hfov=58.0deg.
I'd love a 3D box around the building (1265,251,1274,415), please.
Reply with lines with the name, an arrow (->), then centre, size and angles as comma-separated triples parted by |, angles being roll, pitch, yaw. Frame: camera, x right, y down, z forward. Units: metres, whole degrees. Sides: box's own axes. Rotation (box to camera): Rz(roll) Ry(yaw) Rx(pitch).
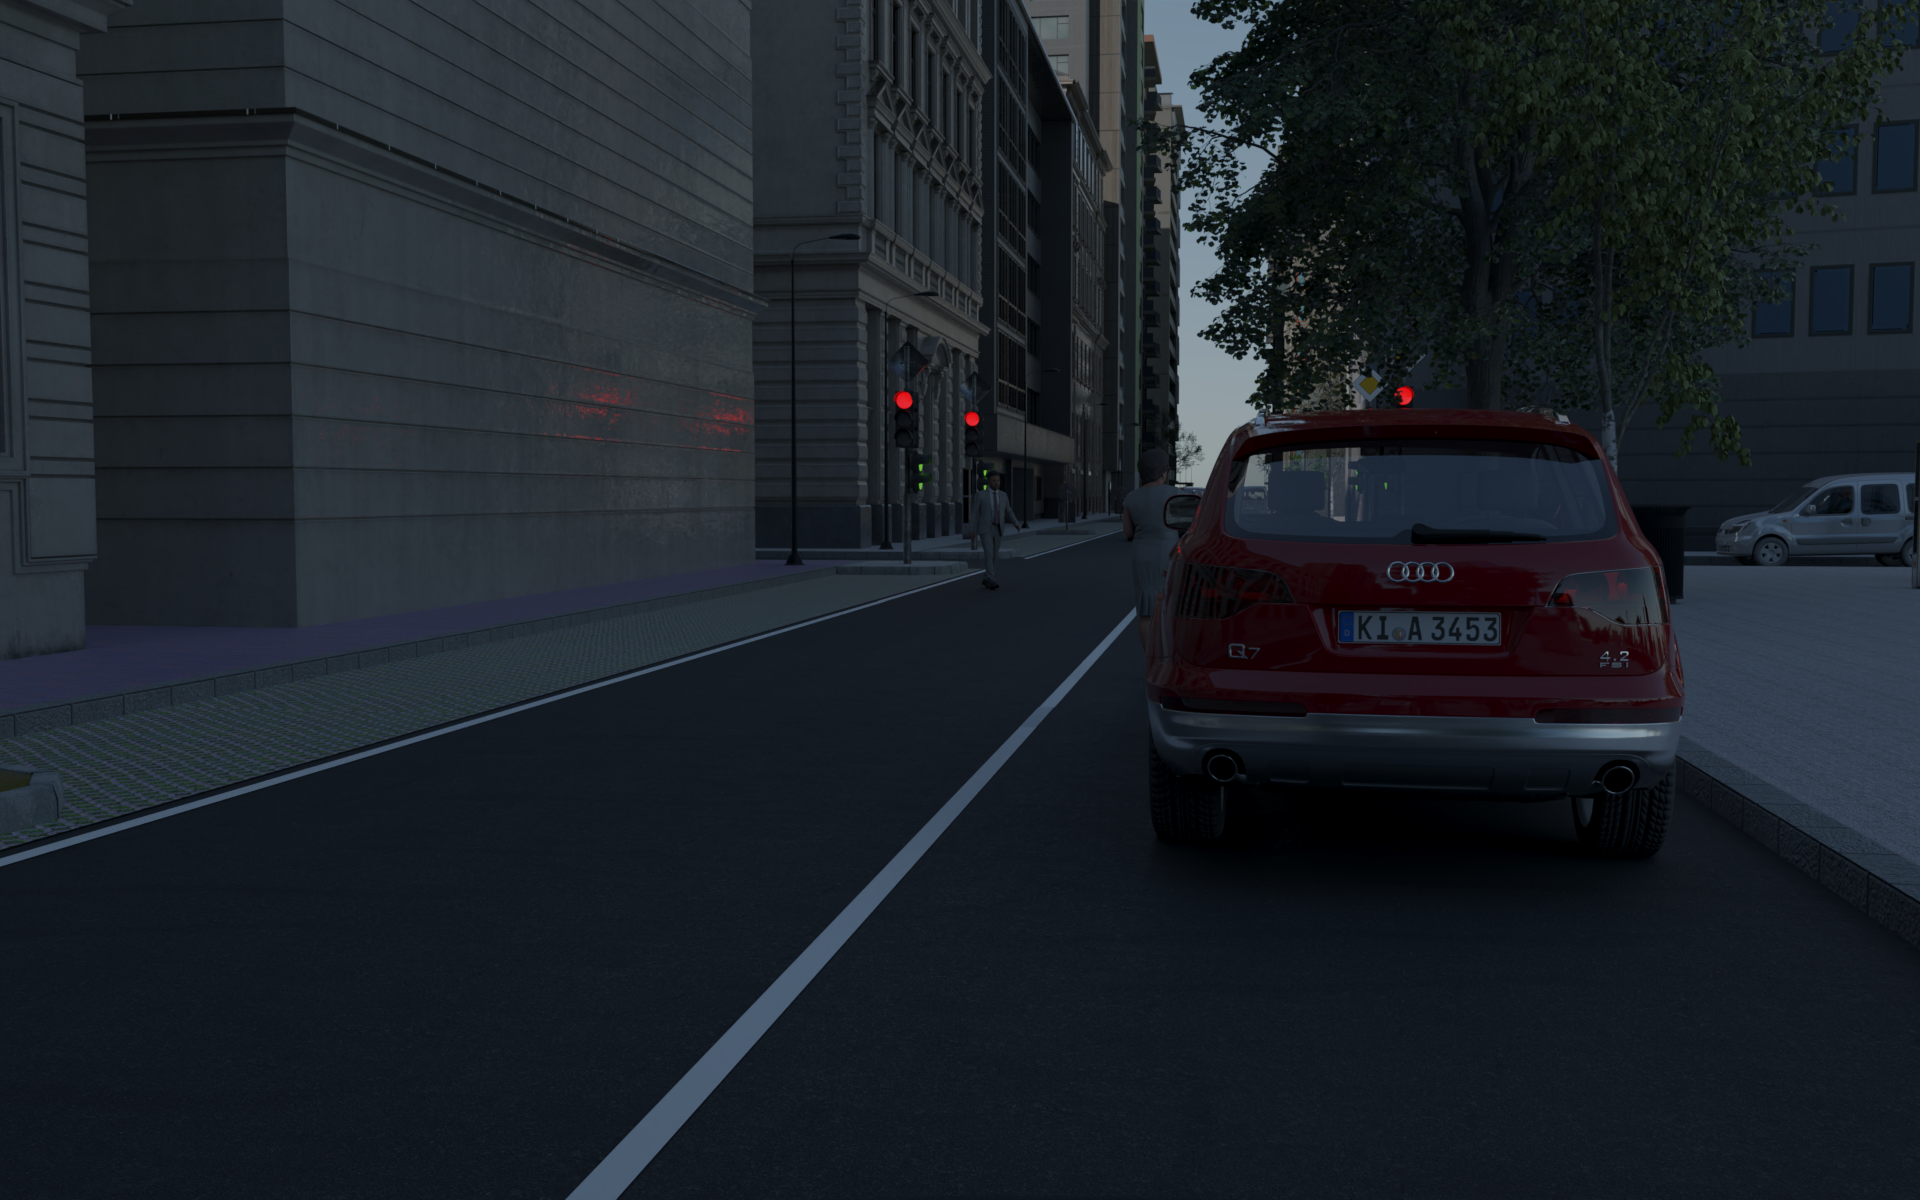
building -> 55.705, -36.550, 252.220 | 22.147, 44.769, 28.867 | 1, 4, 9

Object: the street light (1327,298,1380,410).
street light -> 9.158, -4.144, 40.288 | 1.470, 5.913, 1.316 | 1, 4, 9

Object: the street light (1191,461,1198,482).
street light -> 32.550, -16.685, 245.338 | 1.470, 5.913, 1.316 | 1, 4, 9

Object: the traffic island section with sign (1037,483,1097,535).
traffic island section with sign -> 3.805, -3.207, 61.063 | 1.989, 1.847, 2.006 | 1, 4, 9

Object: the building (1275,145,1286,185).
building -> 52.065, -36.910, 227.178 | 21.300, 48.544, 21.600 | 1, 4, 9

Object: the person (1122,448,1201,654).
person -> 1.626, -0.274, 13.342 | 0.716, 1.782, 0.532 | 1, 4, 21

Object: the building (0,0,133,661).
building -> -13.670, -10.315, 4.809 | 11.583, 22.565, 21.152 | 1, 4, 9

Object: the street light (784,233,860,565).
street light -> -2.459, -3.577, 31.021 | 1.470, 5.913, 1.316 | 1, 4, 9

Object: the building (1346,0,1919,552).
building -> 25.315, -30.770, 45.081 | 28.212, 58.520, 21.231 | 1, 4, 9

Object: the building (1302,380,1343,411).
building -> 29.964, -47.508, 89.423 | 22.319, 86.520, 31.000 | 1, 4, 9

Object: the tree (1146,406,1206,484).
tree -> 21.782, -15.174, 182.503 | 8.767, 10.594, 7.601 | 1, 4, 13

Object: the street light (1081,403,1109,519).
street light -> 6.904, -7.091, 88.481 | 1.470, 5.913, 1.316 | 1, 4, 9

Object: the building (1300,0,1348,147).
building -> 42.461, -45.017, 174.277 | 20.563, 71.187, 20.611 | 1, 4, 9

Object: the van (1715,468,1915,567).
van -> 16.984, -1.637, 33.769 | 4.112, 2.044, 2.013 | 1, 4, 10

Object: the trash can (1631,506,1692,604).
trash can -> 8.175, -0.531, 20.330 | 0.748, 1.137, 0.748 | 0, 3, 0

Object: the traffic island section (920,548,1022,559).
traffic island section -> 0.305, -1.067, 39.724 | 2.009, 0.180, 2.903 | 1, 4, 9

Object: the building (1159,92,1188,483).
building -> 15.787, -39.418, 233.721 | 28.713, 52.752, 27.495 | 1, 4, 9

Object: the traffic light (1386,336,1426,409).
traffic light -> 7.701, -2.531, 30.307 | 0.839, 4.253, 0.868 | 1, 4, 9

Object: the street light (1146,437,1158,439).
street light -> 15.322, -10.272, 140.480 | 1.470, 5.913, 1.316 | 1, 4, 9

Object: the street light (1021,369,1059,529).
street light -> 2.965, -5.616, 64.364 | 1.470, 5.913, 1.316 | 1, 4, 9

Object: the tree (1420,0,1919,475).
tree -> 6.123, -3.986, 15.526 | 4.737, 8.622, 4.395 | 0, 3, 0

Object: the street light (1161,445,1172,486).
street light -> 19.303, -11.731, 164.340 | 1.470, 5.913, 1.316 | 1, 4, 9

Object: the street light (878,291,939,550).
street light -> -1.173, -4.115, 39.823 | 1.470, 5.913, 1.316 | 1, 4, 9

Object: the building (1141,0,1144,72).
building -> 3.512, -31.584, 140.102 | 21.300, 48.544, 21.600 | 1, 4, 9

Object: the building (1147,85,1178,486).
building -> 14.985, -35.784, 208.769 | 21.300, 48.544, 21.600 | 1, 4, 9

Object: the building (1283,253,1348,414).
building -> 39.939, -17.851, 136.900 | 27.650, 21.520, 28.899 | 1, 4, 9

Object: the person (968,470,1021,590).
person -> 0.485, -1.059, 26.086 | 0.678, 1.792, 0.850 | -2, 4, -24

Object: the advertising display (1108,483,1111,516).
advertising display -> 8.662, -5.815, 100.289 | 0.123, 1.923, 0.974 | 0, 4, 8

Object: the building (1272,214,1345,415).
building -> 35.825, -23.691, 159.046 | 14.160, 30.474, 14.107 | 1, 4, 9

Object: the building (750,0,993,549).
building -> -5.560, -13.508, 49.739 | 11.050, 23.489, 19.941 | 1, 4, 9

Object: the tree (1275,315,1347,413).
tree -> 14.892, -7.291, 69.570 | 4.360, 8.622, 3.978 | 0, 3, 0

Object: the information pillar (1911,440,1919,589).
information pillar -> 13.079, -1.156, 23.390 | 0.304, 2.012, 0.304 | 1, 4, 17

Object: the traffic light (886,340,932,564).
traffic light -> -0.948, -2.617, 31.703 | 0.839, 4.253, 0.868 | 1, 4, 9

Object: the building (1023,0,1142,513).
building -> 5.247, -26.792, 121.641 | 14.154, 41.232, 14.086 | 1, 4, 9

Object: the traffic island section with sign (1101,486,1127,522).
traffic island section with sign -> 8.228, -4.856, 88.028 | 1.989, 1.847, 2.006 | 1, 4, 9

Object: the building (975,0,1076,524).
building -> -3.479, -15.657, 75.055 | 14.314, 24.678, 30.058 | 1, 4, 9

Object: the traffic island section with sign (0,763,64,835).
traffic island section with sign -> -5.004, 0.084, 7.247 | 1.989, 1.847, 2.006 | 1, 4, 9

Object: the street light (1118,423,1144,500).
street light -> 11.337, -8.751, 115.616 | 1.470, 5.913, 1.316 | 1, 4, 9

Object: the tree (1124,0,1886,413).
tree -> 7.091, -7.110, 22.896 | 9.857, 13.997, 8.962 | 0, 3, 0

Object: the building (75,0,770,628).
building -> -26.217, -15.319, 26.875 | 44.131, 29.872, 17.030 | 1, 4, 9

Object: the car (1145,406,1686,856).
car -> 2.091, 0.009, 8.532 | 2.281, 1.827, 5.304 | 1, 4, 11

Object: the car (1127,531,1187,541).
car -> 6.270, -2.617, 54.582 | 2.131, 1.459, 4.920 | 1, 4, 9

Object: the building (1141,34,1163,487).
building -> 7.773, -31.227, 165.189 | 22.147, 44.769, 28.867 | 1, 4, 9

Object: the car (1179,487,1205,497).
car -> 11.779, -4.872, 88.326 | 2.281, 1.827, 5.304 | 1, 4, 9

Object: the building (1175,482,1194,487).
building -> 18.809, -34.726, 259.647 | 32.217, 40.220, 23.993 | 1, 4, 9

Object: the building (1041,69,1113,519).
building -> 1.844, -18.638, 102.000 | 12.463, 27.353, 25.104 | 1, 4, 9

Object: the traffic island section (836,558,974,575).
traffic island section -> -0.986, -0.585, 31.844 | 2.009, 0.180, 2.903 | 1, 4, 9

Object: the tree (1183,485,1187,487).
tree -> 35.639, -16.975, 272.139 | 1.663, 3.219, 1.824 | 0, 3, 0

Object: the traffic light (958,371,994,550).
traffic light -> 0.343, -3.099, 39.583 | 0.839, 4.253, 0.868 | 1, 4, 9

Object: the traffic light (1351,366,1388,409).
traffic light -> 8.992, -3.013, 38.188 | 0.839, 4.253, 0.868 | 1, 4, 9

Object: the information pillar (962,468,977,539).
information pillar -> 0.272, -2.732, 49.156 | 0.304, 2.012, 0.304 | -3, 5, -45
